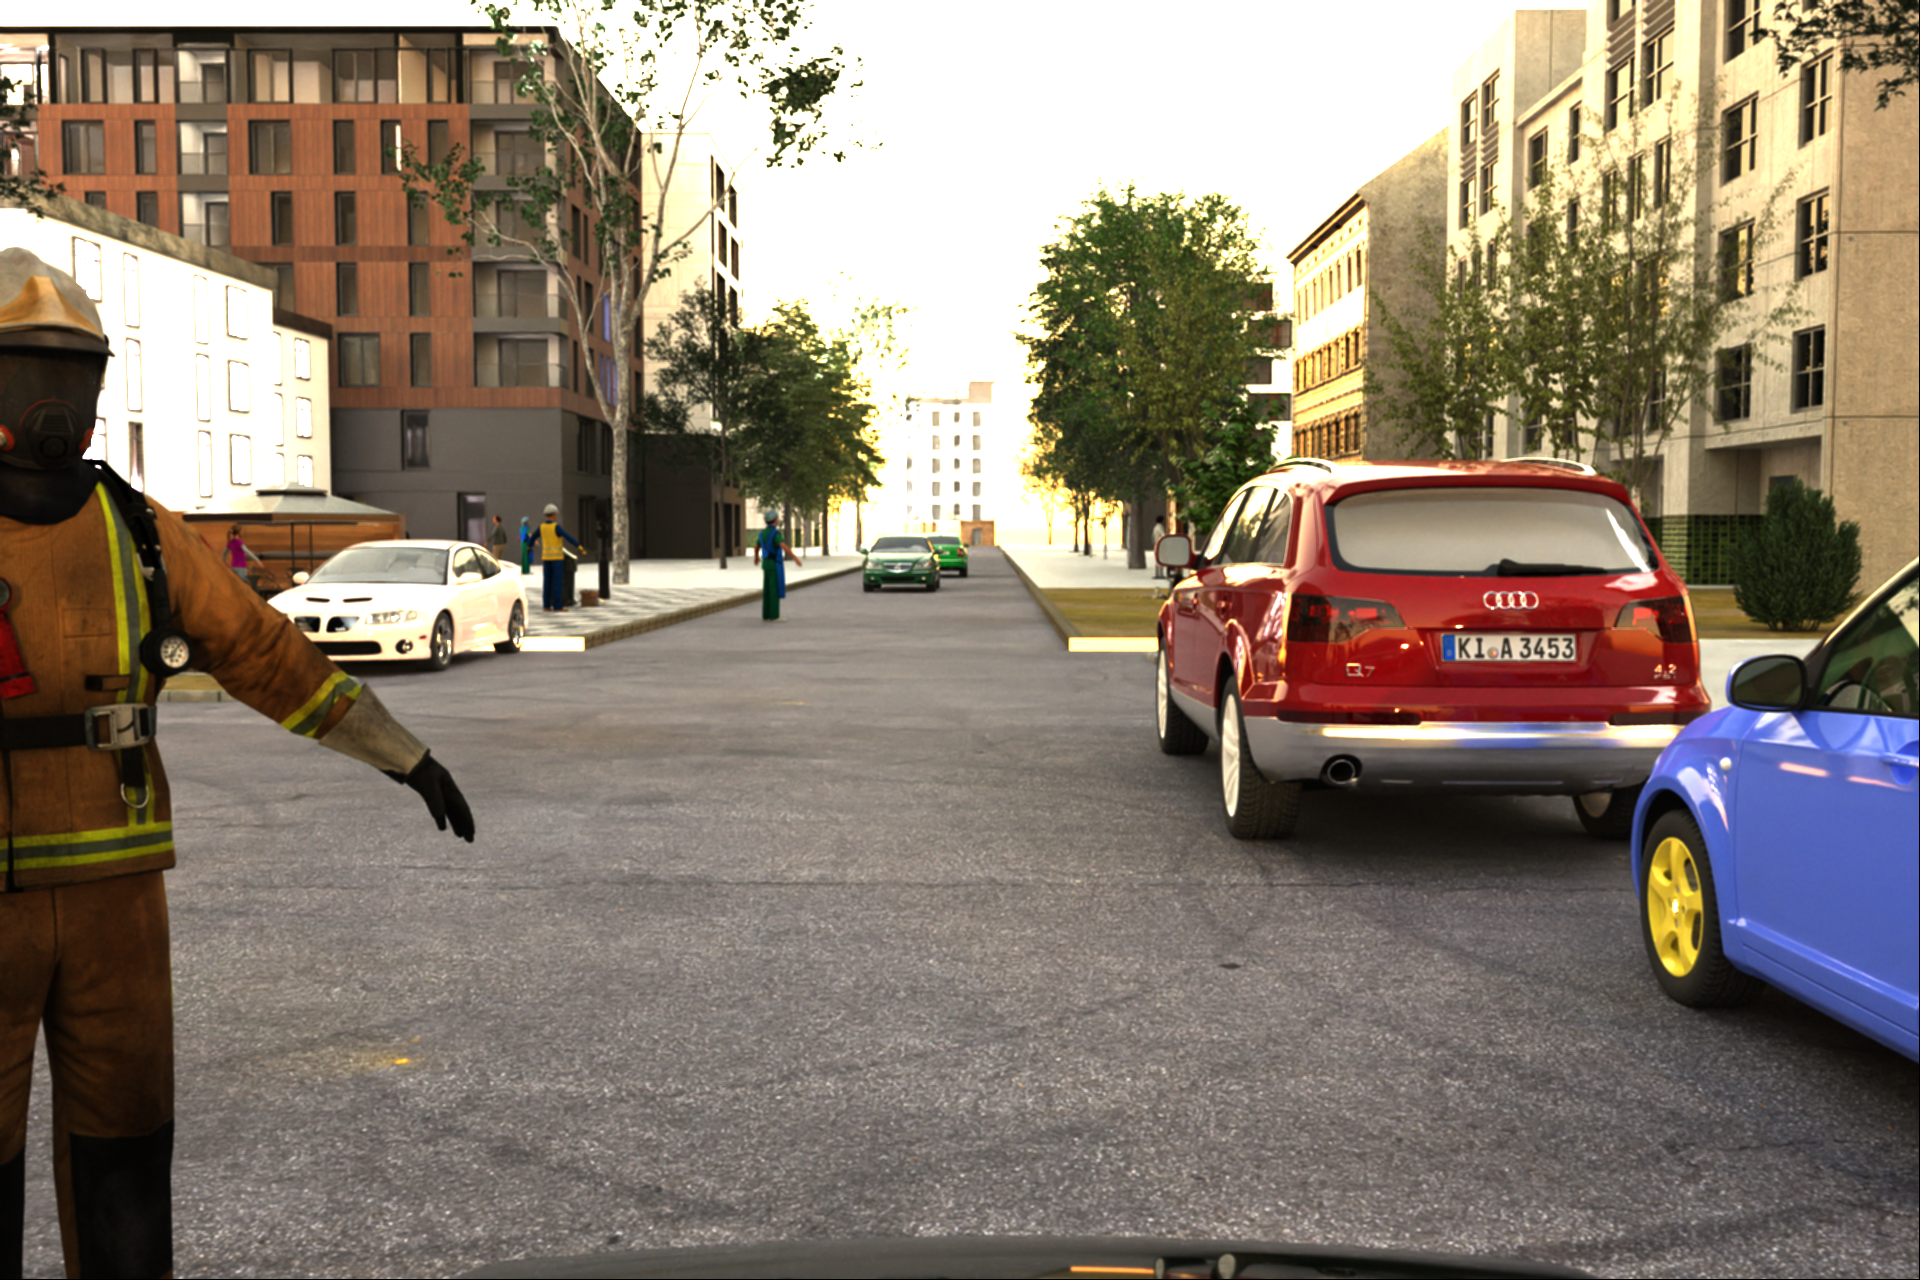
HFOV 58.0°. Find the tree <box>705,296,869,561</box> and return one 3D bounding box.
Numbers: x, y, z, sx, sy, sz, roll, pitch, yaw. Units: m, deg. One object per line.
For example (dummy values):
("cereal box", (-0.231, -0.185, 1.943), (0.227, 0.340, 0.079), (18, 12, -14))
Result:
("tree", (-8.192, -10.055, 82.528), (7.486, 12.596, 7.792), (0, 3, 0))

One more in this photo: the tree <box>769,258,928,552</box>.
("tree", (-8.290, -16.271, 121.912), (12.611, 20.169, 13.585), (0, 3, 0))

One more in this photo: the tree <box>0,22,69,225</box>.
("tree", (-12.619, -5.006, 16.263), (8.767, 10.594, 7.601), (0, 4, -7))

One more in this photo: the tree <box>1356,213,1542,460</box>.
("tree", (11.226, -5.427, 39.093), (4.737, 8.622, 4.395), (0, 3, 0))

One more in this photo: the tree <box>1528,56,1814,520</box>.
("tree", (10.623, -4.730, 27.706), (4.360, 8.622, 3.978), (0, 3, 0))

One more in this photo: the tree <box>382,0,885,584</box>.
("tree", (-8.337, -11.575, 45.148), (12.611, 20.169, 13.585), (0, 3, 0))

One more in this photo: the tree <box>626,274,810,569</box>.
("tree", (-8.979, -7.873, 63.142), (7.601, 10.594, 8.767), (-3, 4, -38))

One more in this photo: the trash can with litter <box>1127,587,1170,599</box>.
("trash can with litter", (4.196, -1.407, 34.066), (1.678, 1.210, 2.233), (0, 4, 0))

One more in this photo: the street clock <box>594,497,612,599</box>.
("street clock", (-7.019, -1.807, 34.109), (0.358, 2.002, 0.471), (0, 4, 0))

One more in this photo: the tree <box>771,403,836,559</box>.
("tree", (-8.185, -8.561, 90.340), (4.737, 8.622, 4.395), (0, 3, 0))

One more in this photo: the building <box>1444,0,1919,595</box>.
("building", (26.833, -11.301, 51.225), (16.747, 18.905, 31.486), (0, 4, 1))

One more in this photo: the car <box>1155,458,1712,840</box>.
("car", (2.293, -0.060, 9.654), (2.281, 1.827, 5.304), (0, 4, 1))

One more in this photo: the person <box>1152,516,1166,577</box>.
("person", (5.779, -2.666, 49.781), (0.705, 1.806, 1.347), (-1, 4, -16))

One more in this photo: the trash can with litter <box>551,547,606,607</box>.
("trash can with litter", (-6.832, -1.183, 30.721), (1.055, 1.170, 0.624), (0, 4, 2))

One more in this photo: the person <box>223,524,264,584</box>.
("person", (-10.959, -1.050, 26.436), (0.991, 1.433, 0.599), (2, 4, 34))

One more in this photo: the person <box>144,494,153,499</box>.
("person", (-11.417, -1.127, 24.279), (0.705, 1.847, 1.347), (0, 4, 7))

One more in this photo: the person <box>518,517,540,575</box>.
("person", (-13.609, -2.957, 54.470), (0.704, 1.817, 1.347), (-3, 4, -39))

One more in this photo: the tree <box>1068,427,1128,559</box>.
("tree", (7.457, -8.422, 88.066), (4.360, 8.622, 3.978), (0, 3, 0))

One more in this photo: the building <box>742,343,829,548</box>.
("building", (-23.161, -18.756, 173.118), (16.747, 18.905, 31.486), (0, 4, 2))

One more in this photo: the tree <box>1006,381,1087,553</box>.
("tree", (8.249, -12.865, 120.719), (12.009, 13.543, 11.850), (0, 3, 0))

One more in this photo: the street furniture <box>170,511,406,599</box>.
("street furniture", (-15.685, -1.887, 37.702), (11.010, 1.723, 9.812), (-1, 4, -13))

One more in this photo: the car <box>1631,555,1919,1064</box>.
("car", (2.985, 0.332, 4.159), (1.945, 1.707, 3.694), (0, 4, 1))

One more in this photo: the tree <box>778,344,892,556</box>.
("tree", (-7.929, -11.289, 102.705), (7.486, 12.596, 7.792), (0, 3, 0))

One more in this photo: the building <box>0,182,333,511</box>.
("building", (-26.336, -6.941, 55.633), (9.099, 9.664, 28.070), (0, 4, 2))

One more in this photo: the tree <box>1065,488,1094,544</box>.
("tree", (15.284, -16.394, 218.396), (4.737, 8.622, 4.395), (0, 3, 0))

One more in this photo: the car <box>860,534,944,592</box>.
("car", (-1.468, -1.999, 44.483), (2.131, 1.459, 4.920), (0, 4, 1))

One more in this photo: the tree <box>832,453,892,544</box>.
("tree", (-12.331, -17.610, 213.678), (9.928, 11.665, 9.643), (0, 3, 0))

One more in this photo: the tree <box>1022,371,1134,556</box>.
("tree", (7.579, -10.893, 103.862), (9.928, 11.665, 9.643), (0, 3, 0))

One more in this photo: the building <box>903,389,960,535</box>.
("building", (-6.759, -21.945, 217.674), (11.380, 20.090, 16.016), (0, 4, 5))

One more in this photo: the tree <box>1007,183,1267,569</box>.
("tree", (6.607, -9.586, 63.391), (9.857, 13.997, 8.962), (0, 3, 0))

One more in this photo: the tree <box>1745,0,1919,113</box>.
("tree", (8.924, -4.657, 10.560), (7.601, 10.594, 8.767), (-2, 4, -25))

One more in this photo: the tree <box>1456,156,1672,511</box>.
("tree", (11.839, -5.100, 33.746), (4.737, 8.622, 4.395), (0, 3, 0))

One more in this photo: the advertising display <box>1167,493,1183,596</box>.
("advertising display", (3.147, -1.231, 25.334), (0.123, 1.923, 0.974), (0, 4, 1))

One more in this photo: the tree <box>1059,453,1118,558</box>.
("tree", (7.267, -8.836, 94.832), (4.737, 8.622, 4.395), (0, 3, 0))

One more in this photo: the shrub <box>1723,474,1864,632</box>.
("shrub", (11.028, -1.155, 22.923), (1.661, 2.075, 1.752), (0, 3, 0))

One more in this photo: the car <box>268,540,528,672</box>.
("car", (-6.276, -0.441, 19.580), (2.083, 1.381, 4.827), (0, 4, 1))

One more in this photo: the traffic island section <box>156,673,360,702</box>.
("traffic island section", (-6.642, 0.432, 15.802), (1.991, 0.108, 1.994), (0, 4, 1))

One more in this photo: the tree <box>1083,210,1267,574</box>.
("tree", (4.984, -5.396, 38.593), (4.737, 8.622, 4.395), (0, 3, 0))

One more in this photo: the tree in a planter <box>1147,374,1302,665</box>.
("tree in a planter", (3.134, -1.356, 19.389), (1.991, 3.239, 1.994), (0, 3, 0))

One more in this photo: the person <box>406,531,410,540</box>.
("person", (-17.962, -3.026, 55.407), (0.705, 1.837, 1.347), (1, 4, 17))

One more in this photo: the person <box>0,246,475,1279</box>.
("person", (-1.390, 0.343, 2.612), (0.705, 1.858, 1.354), (3, 5, 44))

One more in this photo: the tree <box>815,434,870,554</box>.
("tree", (-8.047, -9.848, 111.385), (4.360, 8.622, 3.978), (0, 3, 0))

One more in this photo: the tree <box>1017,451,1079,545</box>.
("tree", (10.903, -17.472, 211.415), (9.928, 11.665, 9.643), (0, 3, 0))

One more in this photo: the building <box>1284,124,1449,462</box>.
("building", (27.226, -15.546, 85.112), (19.493, 23.208, 18.063), (0, 4, 1))

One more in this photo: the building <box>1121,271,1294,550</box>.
("building", (27.899, -18.784, 151.087), (27.936, 21.610, 32.646), (0, 4, 1))

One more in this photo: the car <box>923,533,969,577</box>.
("car", (-0.647, -3.062, 58.862), (1.959, 1.807, 4.718), (0, 4, 0))

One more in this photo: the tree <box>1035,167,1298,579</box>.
("tree", (6.006, -7.559, 49.353), (9.928, 11.665, 9.643), (0, 3, 0))

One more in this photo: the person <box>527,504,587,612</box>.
("person", (-6.700, -1.359, 28.691), (1.216, 1.772, 0.721), (2, 4, 26))

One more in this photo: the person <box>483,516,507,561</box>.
("person", (-13.117, -2.618, 49.080), (0.705, 1.796, 1.348), (1, 4, 10))

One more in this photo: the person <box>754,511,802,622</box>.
("person", (-3.046, -1.209, 28.346), (0.704, 1.817, 1.347), (-3, 4, -38))

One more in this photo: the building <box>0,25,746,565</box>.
("building", (-26.667, -14.819, 86.271), (27.936, 21.610, 32.646), (0, 3, 0))

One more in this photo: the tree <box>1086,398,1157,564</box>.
("tree", (7.134, -7.505, 73.064), (4.737, 8.622, 4.395), (0, 3, 0))
